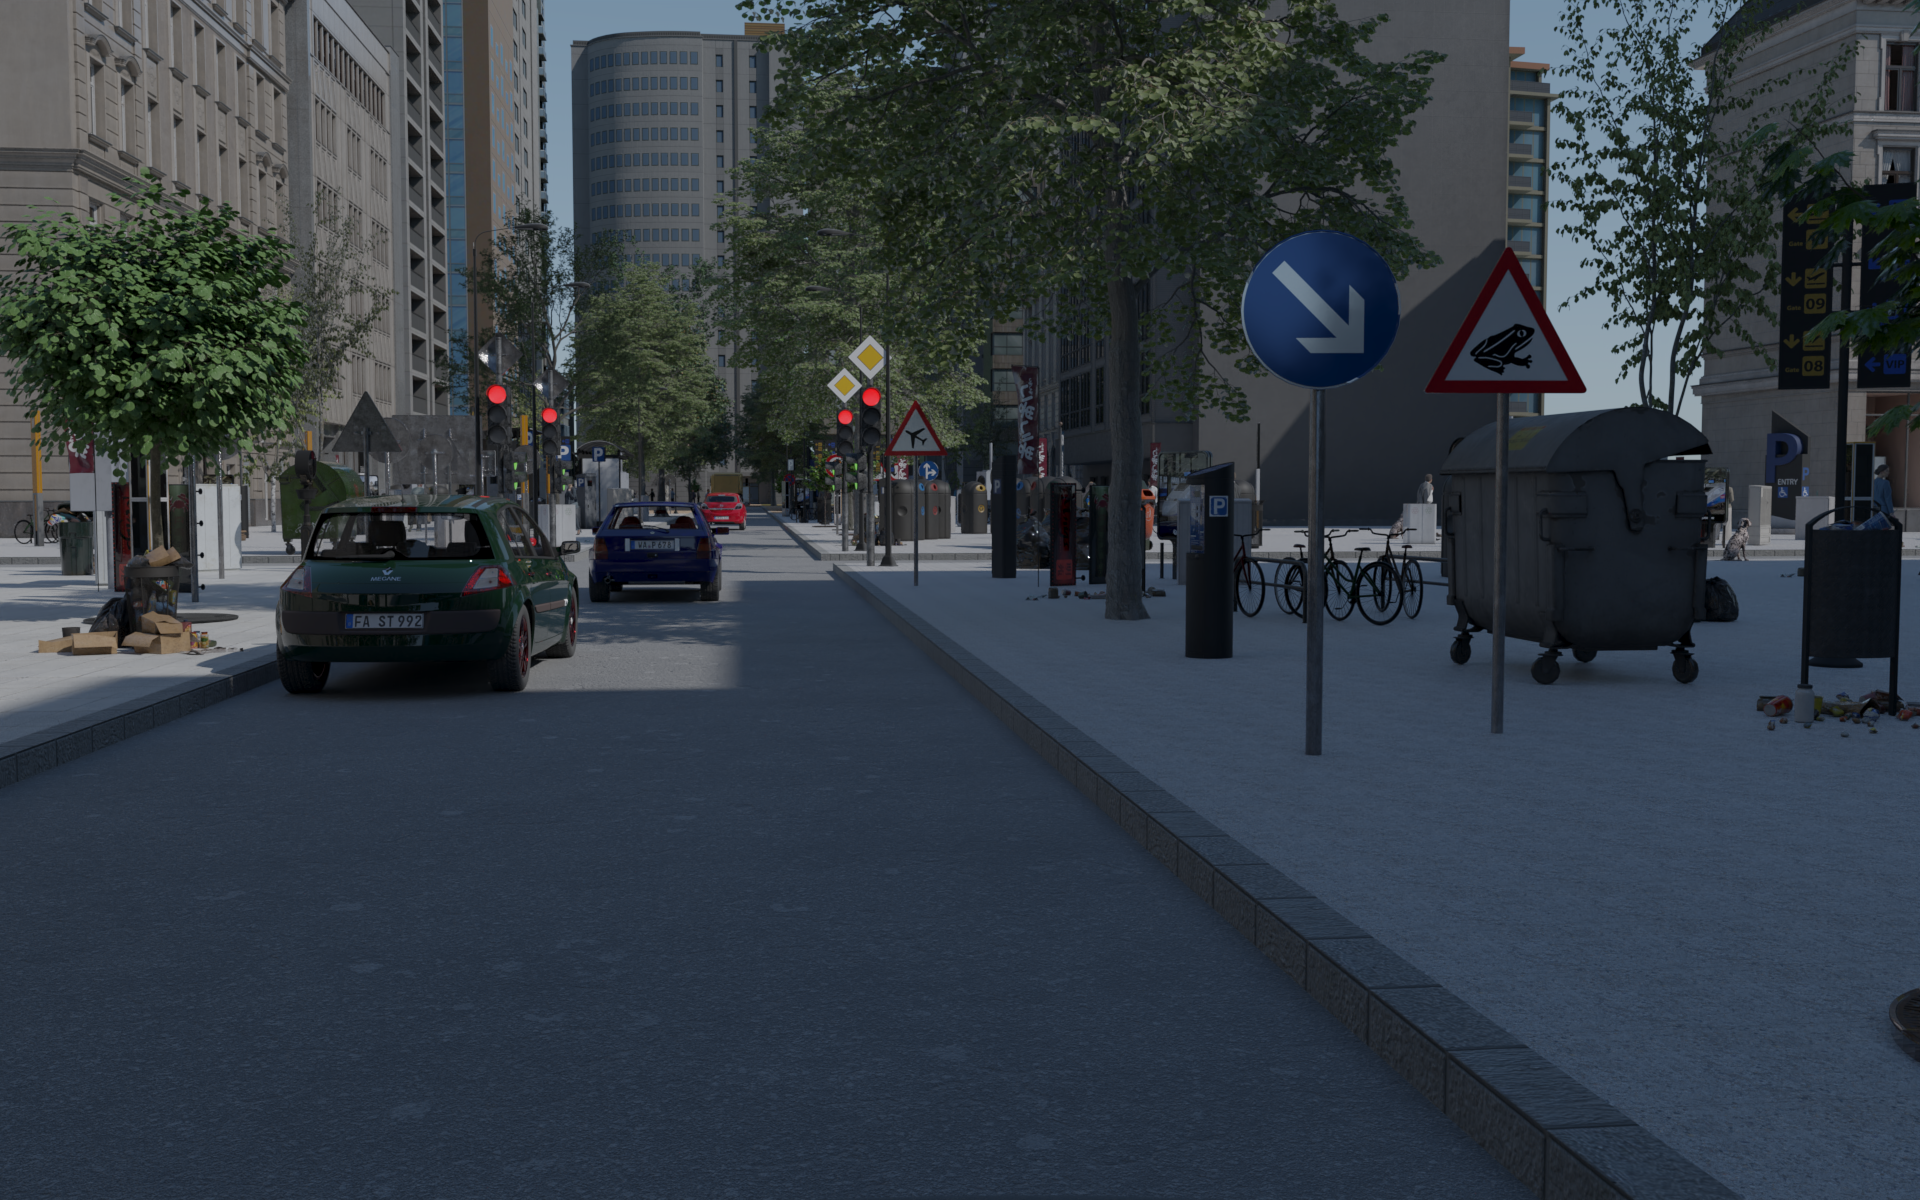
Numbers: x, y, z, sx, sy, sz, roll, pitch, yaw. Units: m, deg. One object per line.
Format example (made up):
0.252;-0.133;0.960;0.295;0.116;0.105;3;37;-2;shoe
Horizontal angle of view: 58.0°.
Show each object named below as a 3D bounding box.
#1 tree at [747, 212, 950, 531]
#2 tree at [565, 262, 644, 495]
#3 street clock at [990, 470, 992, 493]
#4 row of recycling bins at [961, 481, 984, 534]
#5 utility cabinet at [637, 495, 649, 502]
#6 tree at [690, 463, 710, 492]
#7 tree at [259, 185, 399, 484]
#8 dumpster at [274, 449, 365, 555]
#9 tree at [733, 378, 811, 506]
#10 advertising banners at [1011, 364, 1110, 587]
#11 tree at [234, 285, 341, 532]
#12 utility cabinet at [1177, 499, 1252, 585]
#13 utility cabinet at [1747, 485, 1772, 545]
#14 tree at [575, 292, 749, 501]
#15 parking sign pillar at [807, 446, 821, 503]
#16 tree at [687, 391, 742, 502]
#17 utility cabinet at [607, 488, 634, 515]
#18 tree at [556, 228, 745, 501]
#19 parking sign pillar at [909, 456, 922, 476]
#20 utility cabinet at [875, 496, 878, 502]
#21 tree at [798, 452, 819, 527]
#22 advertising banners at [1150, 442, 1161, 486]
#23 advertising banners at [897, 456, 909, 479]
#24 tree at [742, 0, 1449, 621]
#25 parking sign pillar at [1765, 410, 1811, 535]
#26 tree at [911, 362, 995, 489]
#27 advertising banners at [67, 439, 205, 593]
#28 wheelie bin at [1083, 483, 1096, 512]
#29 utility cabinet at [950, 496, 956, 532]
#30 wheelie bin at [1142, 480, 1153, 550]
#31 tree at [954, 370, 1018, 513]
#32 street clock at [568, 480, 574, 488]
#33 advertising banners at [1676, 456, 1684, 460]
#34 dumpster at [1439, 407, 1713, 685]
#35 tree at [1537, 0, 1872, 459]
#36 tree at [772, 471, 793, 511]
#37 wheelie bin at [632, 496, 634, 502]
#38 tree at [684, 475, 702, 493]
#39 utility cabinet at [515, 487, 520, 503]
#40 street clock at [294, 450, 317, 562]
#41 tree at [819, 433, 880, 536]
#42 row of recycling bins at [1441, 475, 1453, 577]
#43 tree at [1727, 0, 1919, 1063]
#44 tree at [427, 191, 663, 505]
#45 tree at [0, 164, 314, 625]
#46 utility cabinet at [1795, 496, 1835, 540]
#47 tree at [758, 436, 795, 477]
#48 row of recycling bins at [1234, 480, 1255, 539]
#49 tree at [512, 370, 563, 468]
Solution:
-3.758;-8.245;60.565;9.928;11.665;9.643;0;3;0;tree
-15.650;-10.168;84.381;7.486;12.596;7.792;0;3;0;tree
1.035;-2.766;49.789;0.358;2.002;0.471;-1;4;-15;street clock
1.786;-2.987;55.943;3.534;1.692;1.069;0;4;-4;row of recycling bins
-14.765;-4.258;80.774;0.306;1.237;1.020;0;4;4;utility cabinet
-28.025;-14.159;181.867;4.360;8.622;3.978;0;3;0;tree
-15.386;-5.527;40.726;4.360;8.622;3.978;0;3;0;tree
-13.717;-2.119;37.135;1.502;2.255;1.985;0;4;-7;dumpster
-20.105;-17.132;186.763;9.857;13.997;8.962;0;3;0;tree
1.464;-1.709;24.128;2.074;3.025;0.090;-3;5;-41;advertising banners
-23.312;-6.633;58.812;4.737;8.622;4.395;0;3;0;tree
3.594;-0.816;24.501;1.020;1.237;0.306;0;4;2;utility cabinet
20.095;-2.129;43.494;0.318;1.500;1.173;3;4;36;utility cabinet
-16.625;-10.997;96.813;9.611;12.733;9.660;0;3;0;tree
-8.262;-6.695;97.929;1.447;3.967;1.447;1;4;14;parking sign pillar
-26.060;-15.622;165.789;12.009;13.543;11.850;0;3;0;tree
-16.195;-4.539;82.891;1.173;1.500;0.318;1;4;19;utility cabinet
-22.907;-16.508;125.790;12.611;20.169;13.585;0;3;0;tree
-2.862;-7.438;110.082;1.447;3.967;1.447;-2;4;-32;parking sign pillar
-5.119;-6.103;110.938;1.020;1.237;0.306;-1;4;-12;utility cabinet
-5.199;-4.429;67.009;1.663;3.219;1.824;0;3;0;tree
6.141;-3.857;59.242;0.090;3.025;2.074;-3;4;-38;advertising banners
-1.505;-4.388;67.933;2.074;3.025;0.090;-1;4;-9;advertising banners
1.291;-6.071;17.385;7.486;12.596;7.792;0;3;0;tree
26.328;-4.076;55.120;1.447;3.967;1.447;-2;4;-30;parking sign pillar
-0.430;-8.699;92.583;4.737;8.622;4.395;0;3;0;tree
-10.819;-1.613;22.568;2.074;3.025;0.090;1;4;12;advertising banners
3.740;-2.530;49.271;0.693;1.594;0.980;-1;4;-9;wheelie bin
-0.618;-2.852;57.800;1.020;1.237;0.306;-3;5;-41;utility cabinet
3.947;-1.927;39.410;0.980;1.594;0.693;-3;5;-42;wheelie bin
1.648;-9.302;102.456;4.360;8.622;3.978;0;3;0;tree
-16.415;-4.157;72.544;0.471;2.002;0.358;1;4;15;street clock
33.829;-5.129;80.050;0.090;3.025;2.074;-1;4;-22;advertising banners
4.361;-0.403;12.353;1.264;1.857;1.865;0;4;-7;dumpster
9.264;-4.397;22.247;4.737;8.622;4.395;0;3;0;tree
-13.830;-8.500;133.579;1.663;3.219;1.824;0;3;0;tree
-15.098;-4.293;78.098;0.693;1.594;0.980;0;4;-2;wheelie bin
-27.173;-11.175;177.312;1.663;3.219;1.824;0;3;0;tree
-14.048;-2.845;55.196;0.318;1.500;1.173;-2;4;-25;utility cabinet
-10.791;-1.470;28.609;0.358;2.002;0.471;0;4;-4;street clock
-3.207;-3.605;53.546;1.663;3.219;1.824;0;3;0;tree
9.231;-1.197;26.690;3.534;1.692;1.069;0;4;-2;row of recycling bins
2.538;-0.562;3.796;1.663;3.219;1.824;0;3;0;tree
-13.016;-7.335;54.341;7.601;10.594;8.767;-2;4;-30;tree
-8.095;-2.067;17.506;4.285;4.588;4.351;0;3;0;tree
23.813;-2.267;48.231;0.306;1.237;1.020;-2;4;-28;utility cabinet
-16.341;-12.646;157.118;4.360;8.622;3.978;0;3;0;tree
7.847;-2.690;51.088;1.069;1.692;3.534;-1;4;-8;row of recycling bins
-25.657;-9.327;102.862;4.737;8.622;4.395;0;3;0;tree
